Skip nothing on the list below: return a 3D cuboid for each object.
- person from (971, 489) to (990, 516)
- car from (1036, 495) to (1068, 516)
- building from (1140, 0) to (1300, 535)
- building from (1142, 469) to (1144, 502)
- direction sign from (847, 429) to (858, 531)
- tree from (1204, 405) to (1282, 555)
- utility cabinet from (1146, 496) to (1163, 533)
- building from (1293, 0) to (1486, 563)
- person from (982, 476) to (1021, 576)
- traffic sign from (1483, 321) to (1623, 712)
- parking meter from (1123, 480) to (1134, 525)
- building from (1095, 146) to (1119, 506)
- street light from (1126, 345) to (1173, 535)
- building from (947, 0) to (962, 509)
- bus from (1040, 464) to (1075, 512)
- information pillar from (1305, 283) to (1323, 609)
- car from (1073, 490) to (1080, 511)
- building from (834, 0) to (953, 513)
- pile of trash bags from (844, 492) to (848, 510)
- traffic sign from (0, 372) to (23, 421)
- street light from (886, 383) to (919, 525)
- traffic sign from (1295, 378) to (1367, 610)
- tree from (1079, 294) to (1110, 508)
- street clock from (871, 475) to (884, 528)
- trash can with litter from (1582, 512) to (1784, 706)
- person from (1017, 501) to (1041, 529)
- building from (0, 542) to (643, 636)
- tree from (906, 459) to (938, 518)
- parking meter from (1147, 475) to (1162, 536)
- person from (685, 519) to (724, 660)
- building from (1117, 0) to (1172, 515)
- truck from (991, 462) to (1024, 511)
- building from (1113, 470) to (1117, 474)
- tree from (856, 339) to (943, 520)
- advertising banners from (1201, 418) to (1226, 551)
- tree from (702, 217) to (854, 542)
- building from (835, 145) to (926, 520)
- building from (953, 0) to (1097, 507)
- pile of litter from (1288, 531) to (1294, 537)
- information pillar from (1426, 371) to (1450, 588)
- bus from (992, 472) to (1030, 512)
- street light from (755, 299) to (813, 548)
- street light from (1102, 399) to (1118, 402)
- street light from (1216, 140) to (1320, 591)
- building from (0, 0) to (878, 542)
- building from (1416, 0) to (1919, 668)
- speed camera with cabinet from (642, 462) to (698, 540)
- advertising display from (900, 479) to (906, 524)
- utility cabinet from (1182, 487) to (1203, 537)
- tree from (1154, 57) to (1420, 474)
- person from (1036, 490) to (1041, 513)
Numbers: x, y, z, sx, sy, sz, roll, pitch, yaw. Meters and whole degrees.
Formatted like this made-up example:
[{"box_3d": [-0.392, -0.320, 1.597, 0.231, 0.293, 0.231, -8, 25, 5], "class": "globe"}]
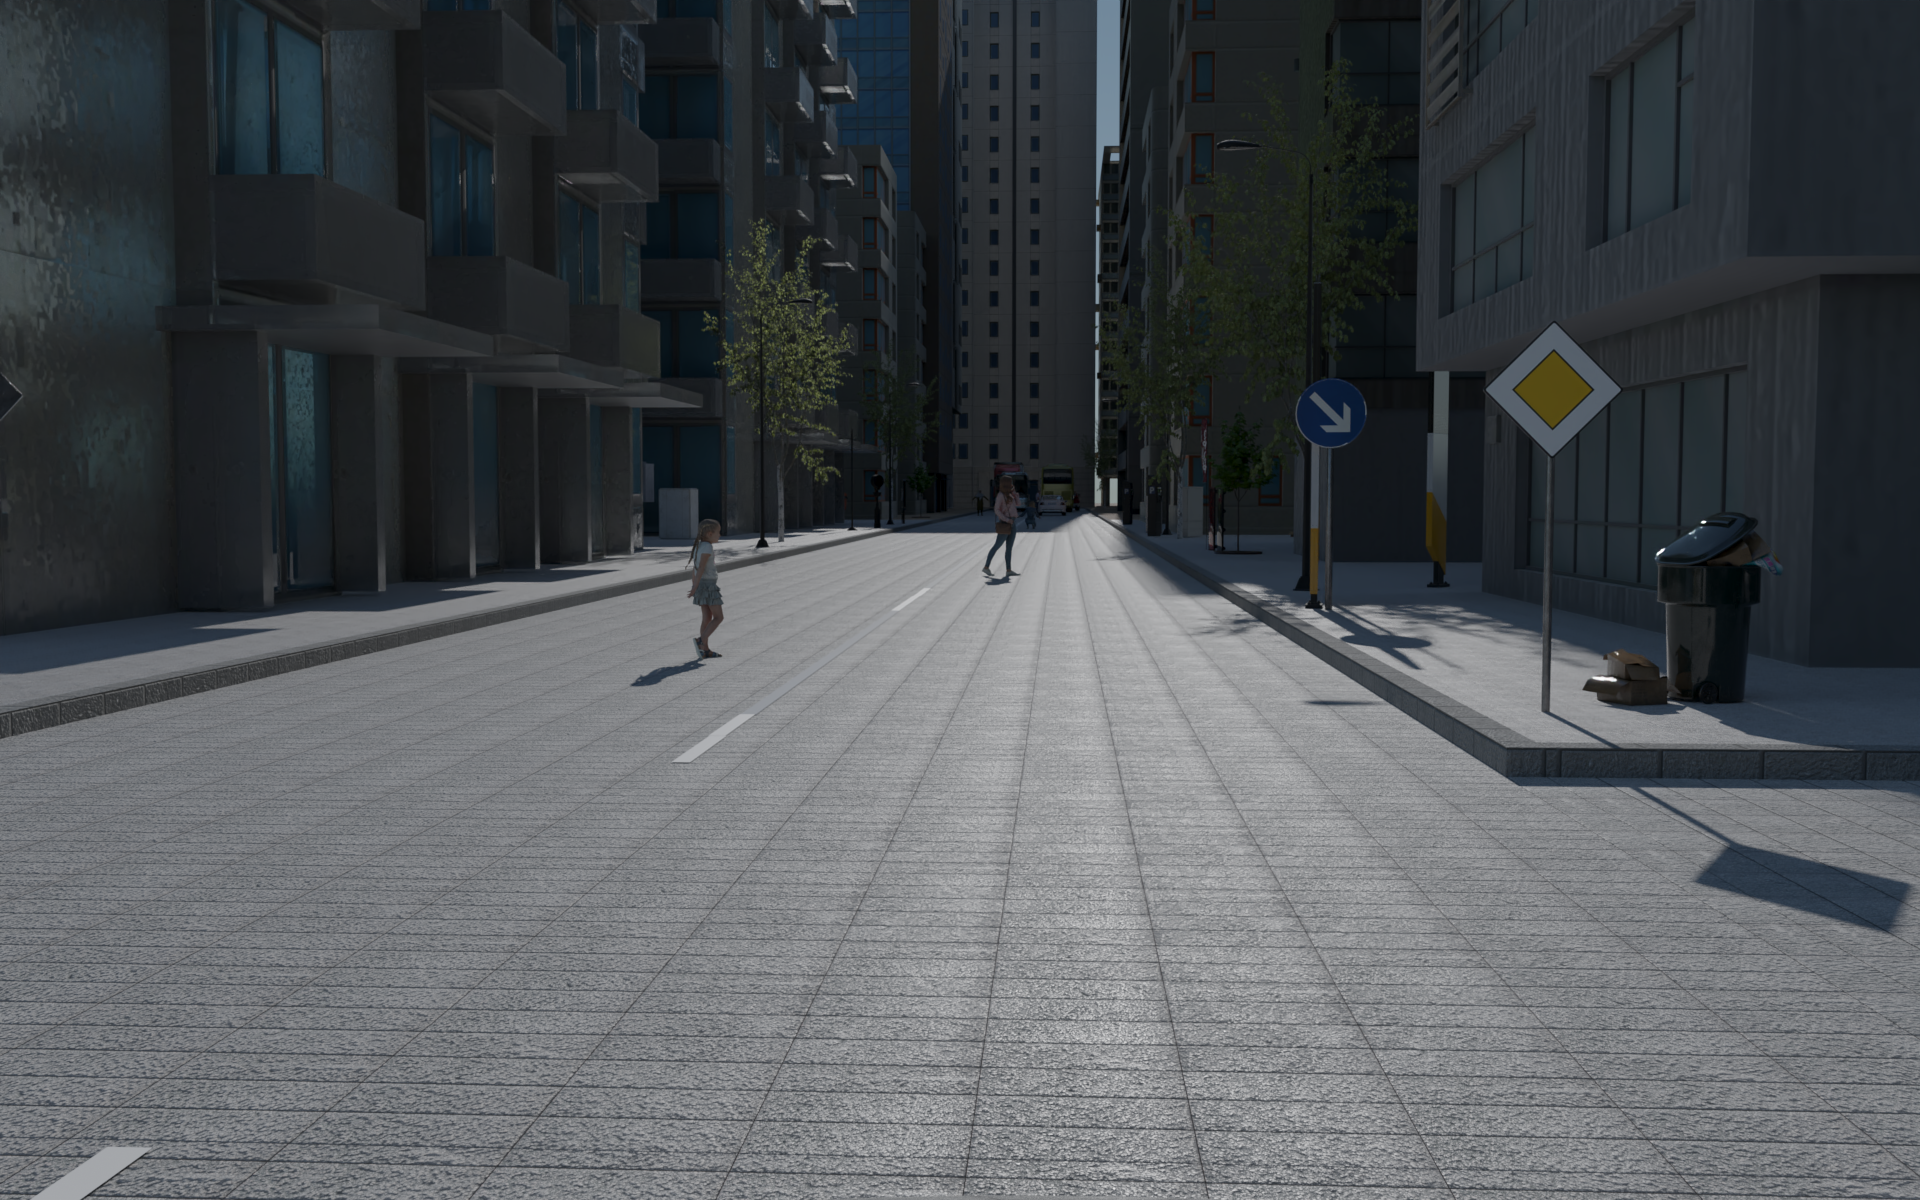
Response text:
[{"box_3d": [1.328, -6.347, 113.010, 1.217, 1.736, 0.721, -1, 4, -10], "class": "person"}, {"box_3d": [6.135, -6.300, 115.367, 2.083, 1.381, 4.827, 0, 4, 3], "class": "car"}, {"box_3d": [21.621, -13.604, 67.463, 27.650, 21.520, 28.899, 0, 4, 3], "class": "building"}, {"box_3d": [20.916, -40.158, 94.830, 20.563, 71.187, 20.611, 0, 4, 3], "class": "building"}, {"box_3d": [-3.787, -4.207, 60.778, 0.379, 3.537, 0.876, 0, 4, -5], "class": "direction sign"}, {"box_3d": [5.860, -2.593, 37.000, 1.663, 3.219, 1.824, 0, 3, 0], "class": "tree"}, {"box_3d": [6.372, -2.792, 56.817, 0.306, 1.237, 1.020, -1, 4, -9], "class": "utility cabinet"}, {"box_3d": [14.323, -16.295, 38.117, 14.160, 30.474, 14.107, 0, 4, 3], "class": "building"}, {"box_3d": [0.729, -1.301, 30.357, 0.643, 1.750, 0.593, 2, 4, 26], "class": "person"}, {"box_3d": [3.449, -0.398, 10.146, 0.795, 2.450, 0.064, 0, 4, 3], "class": "traffic sign"}, {"box_3d": [7.027, -4.080, 72.417, 0.399, 1.863, 0.255, 2, 4, 32], "class": "parking meter"}, {"box_3d": [26.477, -30.076, 183.623, 23.993, 40.220, 32.217, 0, 4, 3], "class": "building"}, {"box_3d": [5.945, -4.989, 54.114, 1.470, 5.913, 1.316, 0, 4, 3], "class": "street light"}, {"box_3d": [-13.512, -34.103, 146.828, 27.495, 52.752, 28.713, 0, 4, 3], "class": "building"}, {"box_3d": [7.848, -9.047, 139.461, 2.896, 3.916, 12.252, 0, 4, 3], "class": "bus"}, {"box_3d": [4.011, -1.722, 19.504, 0.183, 3.616, 0.504, 1, 4, 13], "class": "information pillar"}, {"box_3d": [9.256, -8.596, 149.223, 2.281, 1.827, 5.304, 0, 4, 2], "class": "car"}, {"box_3d": [-7.883, -28.840, 121.640, 14.600, 45.320, 14.200, 0, 4, 3], "class": "building"}, {"box_3d": [-7.169, -4.596, 84.897, 3.447, 1.369, 1.912, 1, 4, 11], "class": "pile of trash bags"}, {"box_3d": [-6.178, -0.433, 10.726, 0.795, 2.450, 0.064, 0, 4, 3], "class": "traffic sign"}, {"box_3d": [-2.391, -6.117, 72.558, 1.470, 5.913, 1.316, 0, 4, 3], "class": "street light"}, {"box_3d": [4.087, -1.164, 19.130, 0.768, 2.556, 0.104, 1, 4, 13], "class": "traffic sign"}, {"box_3d": [6.036, -6.045, 49.205, 4.737, 8.622, 4.395, 0, 3, 0], "class": "tree"}, {"box_3d": [-3.115, -3.713, 65.269, 0.471, 2.002, 0.358, -3, 4, -37], "class": "street clock"}, {"box_3d": [4.432, 0.046, 10.640, 1.055, 1.170, 0.624, -1, 4, -18], "class": "trash can with litter"}, {"box_3d": [2.831, -3.509, 71.376, 1.012, 1.151, 0.738, 0, 4, 4], "class": "person"}, {"box_3d": [-17.528, -24.848, 25.871, 23.786, 49.044, 30.456, 0, 4, 3], "class": "building"}, {"box_3d": [-2.251, -6.082, 94.048, 1.663, 3.219, 1.824, 0, 3, 0], "class": "tree"}, {"box_3d": [5.918, -2.870, 52.637, 0.399, 1.863, 0.255, 3, 5, 43], "class": "parking meter"}, {"box_3d": [-2.279, -0.100, 15.151, 0.382, 1.210, 0.505, -2, 4, -29], "class": "person"}, {"box_3d": [21.779, -30.174, 117.050, 21.300, 48.544, 21.600, 0, 4, 3], "class": "building"}, {"box_3d": [4.341, -10.126, 154.471, 2.839, 4.237, 11.283, 0, 4, 3], "class": "truck"}, {"box_3d": [24.895, -32.005, 142.896, 23.786, 49.044, 30.456, 0, 4, 3], "class": "building"}, {"box_3d": [-3.092, -8.121, 83.148, 4.737, 8.622, 4.395, 0, 3, 0], "class": "tree"}, {"box_3d": [5.728, -2.635, 39.269, 0.090, 3.025, 2.074, 0, 4, -6], "class": "advertising banners"}, {"box_3d": [-4.786, -5.856, 46.103, 4.360, 8.622, 3.978, 0, 3, 0], "class": "tree"}, {"box_3d": [-16.880, -15.666, 101.182, 27.650, 21.520, 28.899, 0, 4, 3], "class": "building"}, {"box_3d": [-0.096, -39.011, 179.828, 28.212, 58.520, 21.231, 0, 4, 3], "class": "building"}, {"box_3d": [10.311, -2.295, 51.492, 1.176, 0.858, 1.719, 2, 4, 33], "class": "pile of litter"}, {"box_3d": [6.543, -1.979, 23.706, 0.183, 3.616, 0.504, 3, 5, 40], "class": "information pillar"}, {"box_3d": [4.292, -8.913, 140.582, 2.948, 3.499, 13.247, 0, 4, 3], "class": "bus"}, {"box_3d": [-4.201, -4.209, 41.355, 1.470, 5.913, 1.316, 0, 4, 3], "class": "street light"}, {"box_3d": [7.631, -6.874, 84.924, 1.470, 5.913, 1.316, 0, 4, 3], "class": "street light"}, {"box_3d": [4.062, -3.079, 22.878, 1.470, 5.913, 1.316, 0, 4, 3], "class": "street light"}, {"box_3d": [-15.834, -27.193, 64.221, 23.786, 49.044, 30.456, 0, 4, 3], "class": "building"}, {"box_3d": [12.425, -20.230, 14.358, 14.086, 41.232, 14.154, 0, 4, 3], "class": "building"}, {"box_3d": [-8.486, -3.357, 49.228, 2.038, 3.252, 0.660, 1, 4, 16], "class": "speed camera with cabinet"}, {"box_3d": [-2.463, -4.269, 75.017, 0.123, 1.923, 0.974, -1, 4, -8], "class": "advertising display"}, {"box_3d": [6.851, -2.618, 51.487, 0.318, 1.500, 1.173, 2, 4, 30], "class": "utility cabinet"}, {"box_3d": [5.669, -4.811, 29.024, 4.737, 8.622, 4.395, 0, 3, 0], "class": "tree"}, {"box_3d": [5.551, -6.877, 121.875, 0.436, 1.711, 0.756, 0, 4, 2], "class": "person"}]
